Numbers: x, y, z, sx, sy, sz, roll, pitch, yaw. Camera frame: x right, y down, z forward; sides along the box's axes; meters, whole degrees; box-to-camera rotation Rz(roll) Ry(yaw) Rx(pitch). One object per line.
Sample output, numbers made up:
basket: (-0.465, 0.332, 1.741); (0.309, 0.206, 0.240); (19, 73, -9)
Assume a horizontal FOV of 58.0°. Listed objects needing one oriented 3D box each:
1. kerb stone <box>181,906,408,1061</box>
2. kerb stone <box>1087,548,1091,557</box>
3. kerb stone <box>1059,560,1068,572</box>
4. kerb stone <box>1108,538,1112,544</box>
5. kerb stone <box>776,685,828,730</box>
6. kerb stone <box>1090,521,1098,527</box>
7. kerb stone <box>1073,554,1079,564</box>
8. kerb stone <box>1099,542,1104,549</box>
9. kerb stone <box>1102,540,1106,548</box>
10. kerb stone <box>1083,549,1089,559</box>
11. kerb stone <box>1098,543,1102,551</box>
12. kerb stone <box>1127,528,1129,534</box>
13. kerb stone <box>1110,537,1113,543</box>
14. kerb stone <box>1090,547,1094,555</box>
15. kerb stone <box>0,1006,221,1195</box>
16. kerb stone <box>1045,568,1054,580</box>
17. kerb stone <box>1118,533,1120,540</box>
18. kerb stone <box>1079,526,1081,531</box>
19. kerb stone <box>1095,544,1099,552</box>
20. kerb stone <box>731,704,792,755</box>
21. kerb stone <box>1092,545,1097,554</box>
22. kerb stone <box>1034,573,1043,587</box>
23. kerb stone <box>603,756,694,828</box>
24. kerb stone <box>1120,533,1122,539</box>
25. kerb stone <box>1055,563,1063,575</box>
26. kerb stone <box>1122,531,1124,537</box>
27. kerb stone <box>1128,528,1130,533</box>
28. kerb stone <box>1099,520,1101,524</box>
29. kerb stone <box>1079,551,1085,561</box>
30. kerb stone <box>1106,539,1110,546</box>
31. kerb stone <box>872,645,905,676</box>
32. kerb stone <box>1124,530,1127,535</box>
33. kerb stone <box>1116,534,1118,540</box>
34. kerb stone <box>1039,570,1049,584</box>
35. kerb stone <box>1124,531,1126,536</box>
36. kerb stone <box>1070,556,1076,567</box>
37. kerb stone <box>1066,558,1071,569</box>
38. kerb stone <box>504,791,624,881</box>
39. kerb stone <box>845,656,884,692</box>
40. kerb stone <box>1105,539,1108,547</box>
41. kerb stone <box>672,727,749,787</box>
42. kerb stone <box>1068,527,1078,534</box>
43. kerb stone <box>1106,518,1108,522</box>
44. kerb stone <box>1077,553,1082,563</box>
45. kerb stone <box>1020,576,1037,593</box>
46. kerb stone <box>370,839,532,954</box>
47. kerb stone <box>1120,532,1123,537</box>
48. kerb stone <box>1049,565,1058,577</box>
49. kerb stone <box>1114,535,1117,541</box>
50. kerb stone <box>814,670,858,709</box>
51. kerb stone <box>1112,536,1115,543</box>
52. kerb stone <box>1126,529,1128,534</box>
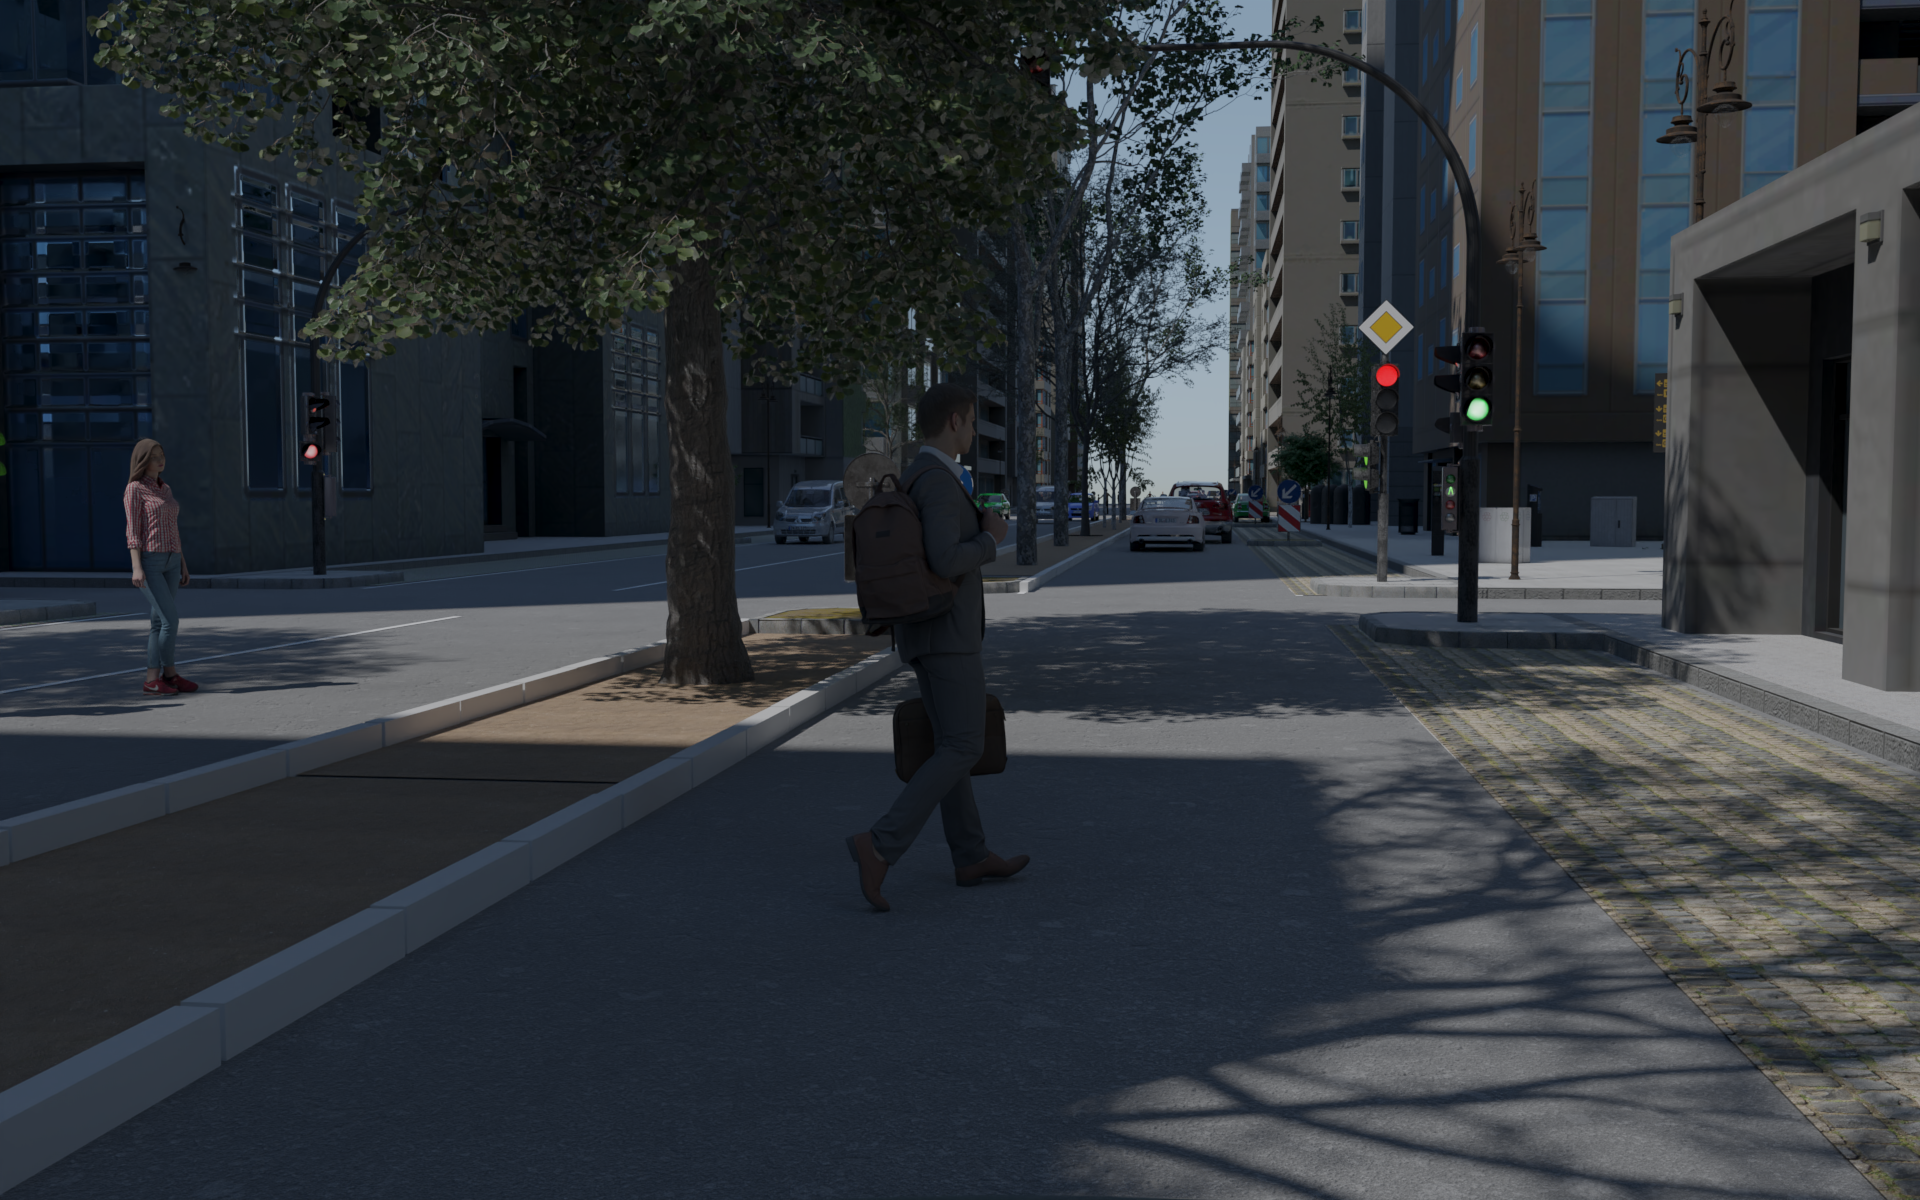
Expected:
kerb stone: (-1.846, 1.062, 4.875); (0.120, 0.150, 1.000); (0, 4, 8)
kerb stone: (2.806, -1.023, 38.915); (0.120, 0.150, 1.000); (0, 4, 8)
kerb stone: (1.832, -0.587, 31.786); (0.120, 0.150, 1.000); (0, 4, 8)
kerb stone: (4.060, -1.582, 48.063); (0.120, 0.150, 1.000); (0, 4, 8)
kerb stone: (-1.020, 0.687, 10.970); (0.120, 0.150, 1.000); (0, 4, 8)
kerb stone: (6.004, -3.401, 77.809); (0.120, 0.150, 1.000); (0, 4, 8)
kerb stone: (2.246, -0.772, 34.831); (0.120, 0.150, 1.000); (0, 4, 8)
kerb stone: (3.500, -1.333, 43.994); (0.120, 0.150, 1.000); (0, 4, 8)
kerb stone: (3.643, -1.395, 45.007); (0.120, 0.150, 1.000); (0, 4, 8)
kerb stone: (2.667, -0.960, 37.897); (0.120, 0.150, 1.000); (0, 4, 8)
kerb stone: (3.363, -1.271, 42.979); (0.120, 0.150, 1.000); (0, 4, 8)
kerb stone: (5.722, -2.328, 60.255); (0.120, 0.150, 1.000); (0, 4, 8)
kerb stone: (4.191, -1.644, 49.077); (0.120, 0.150, 1.000); (0, 4, 8)
kerb stone: (2.938, -1.085, 39.929); (0.120, 0.150, 1.000); (0, 4, 8)
kerb stone: (-1.980, 1.125, 3.852); (0.120, 0.150, 1.000); (0, 4, 8)
kerb stone: (1.414, -0.400, 28.738); (0.120, 0.150, 1.000); (0, 4, 8)
kerb stone: (4.751, -1.892, 53.137); (0.120, 0.150, 1.000); (0, 4, 8)
kerb stone: (4.474, -2.718, 66.640); (0.120, 0.150, 1.000); (0, 4, 8)
kerb stone: (3.225, -1.209, 41.966); (0.120, 0.150, 1.000); (0, 4, 8)
kerb stone: (-1.155, 0.751, 9.954); (0.120, 0.150, 1.000); (0, 4, 8)
kerb stone: (3.087, -1.147, 40.954); (0.120, 0.150, 1.000); (0, 4, 8)
kerb stone: (1.136, -0.272, 26.705); (0.120, 0.150, 1.000); (0, 4, 8)
kerb stone: (-1.432, 0.877, 7.925); (0.120, 0.150, 1.000); (0, 4, 8)
kerb stone: (4.893, -1.955, 54.159); (0.120, 0.150, 1.000); (0, 4, 8)
kerb stone: (1.694, -0.524, 30.768); (0.120, 0.150, 1.000); (0, 4, 8)
kerb stone: (5.171, -2.079, 56.188); (0.120, 0.150, 1.000); (0, 4, 8)
kerb stone: (5.858, -2.390, 61.268); (0.120, 0.150, 1.000); (0, 4, 8)
kerb stone: (6.278, -3.525, 79.836); (0.120, 0.150, 1.000); (0, 4, 8)
kerb stone: (2.523, -0.895, 36.869); (0.120, 0.150, 1.000); (0, 4, 8)
kerb stone: (3.914, -1.518, 47.037); (0.120, 0.150, 1.000); (0, 4, 8)
kerb stone: (-0.603, 0.500, 14.014); (0.120, 0.150, 1.000); (0, 4, 8)
kerb stone: (5.453, -2.195, 58.225); (0.120, 0.150, 1.000); (0, 4, 8)
kerb stone: (4.608, -1.826, 52.118); (0.120, 0.150, 1.000); (0, 4, 8)
kerb stone: (1.281, -0.338, 27.717); (0.120, 0.150, 1.000); (0, 4, 8)
kerb stone: (5.305, -2.134, 57.214); (0.120, 0.150, 1.000); (0, 4, 8)
kerb stone: (2.114, -0.711, 33.812); (0.120, 0.150, 1.000); (0, 4, 8)
kerb stone: (1.967, -0.648, 32.801); (0.120, 0.150, 1.000); (0, 4, 8)
kerb stone: (-1.574, 0.935, 6.913); (0.120, 0.150, 1.000); (0, 4, 8)
kerb stone: (-0.737, 0.564, 12.998); (0.120, 0.150, 1.000); (0, 4, 8)
kerb stone: (3.772, -1.457, 46.025); (0.120, 0.150, 1.000); (0, 4, 8)
kerb stone: (-1.292, 0.811, 8.938); (0.120, 0.150, 1.000); (0, 4, 8)
kerb stone: (4.199, -2.594, 64.612); (0.120, 0.150, 1.000); (0, 4, 8)
kerb stone: (7.114, -3.894, 85.928); (0.120, 0.150, 1.000); (0, 4, 8)
kerb stone: (2.386, -0.835, 35.852); (0.120, 0.150, 1.000); (0, 4, 8)
kerb stone: (0.996, -0.213, 25.693); (0.120, 0.150, 1.000); (0, 4, 8)
kerb stone: (-1.712, 0.997, 5.890); (0.120, 0.150, 1.000); (0, 4, 8)
kerb stone: (5.031, -2.017, 55.173); (0.120, 0.150, 1.000); (0, 4, 8)
kerb stone: (1.546, -0.462, 29.754); (0.120, 0.150, 1.000); (0, 4, 8)
kerb stone: (4.475, -1.768, 51.103); (0.120, 0.150, 1.000); (0, 4, 8)
kerb stone: (-0.878, 0.625, 11.983); (0.120, 0.150, 1.000); (0, 4, 8)
kerb stone: (4.334, -1.706, 50.090); (0.120, 0.150, 1.000); (0, 4, 8)
kerb stone: (5.589, -2.266, 59.238); (0.120, 0.150, 1.000); (0, 4, 8)
